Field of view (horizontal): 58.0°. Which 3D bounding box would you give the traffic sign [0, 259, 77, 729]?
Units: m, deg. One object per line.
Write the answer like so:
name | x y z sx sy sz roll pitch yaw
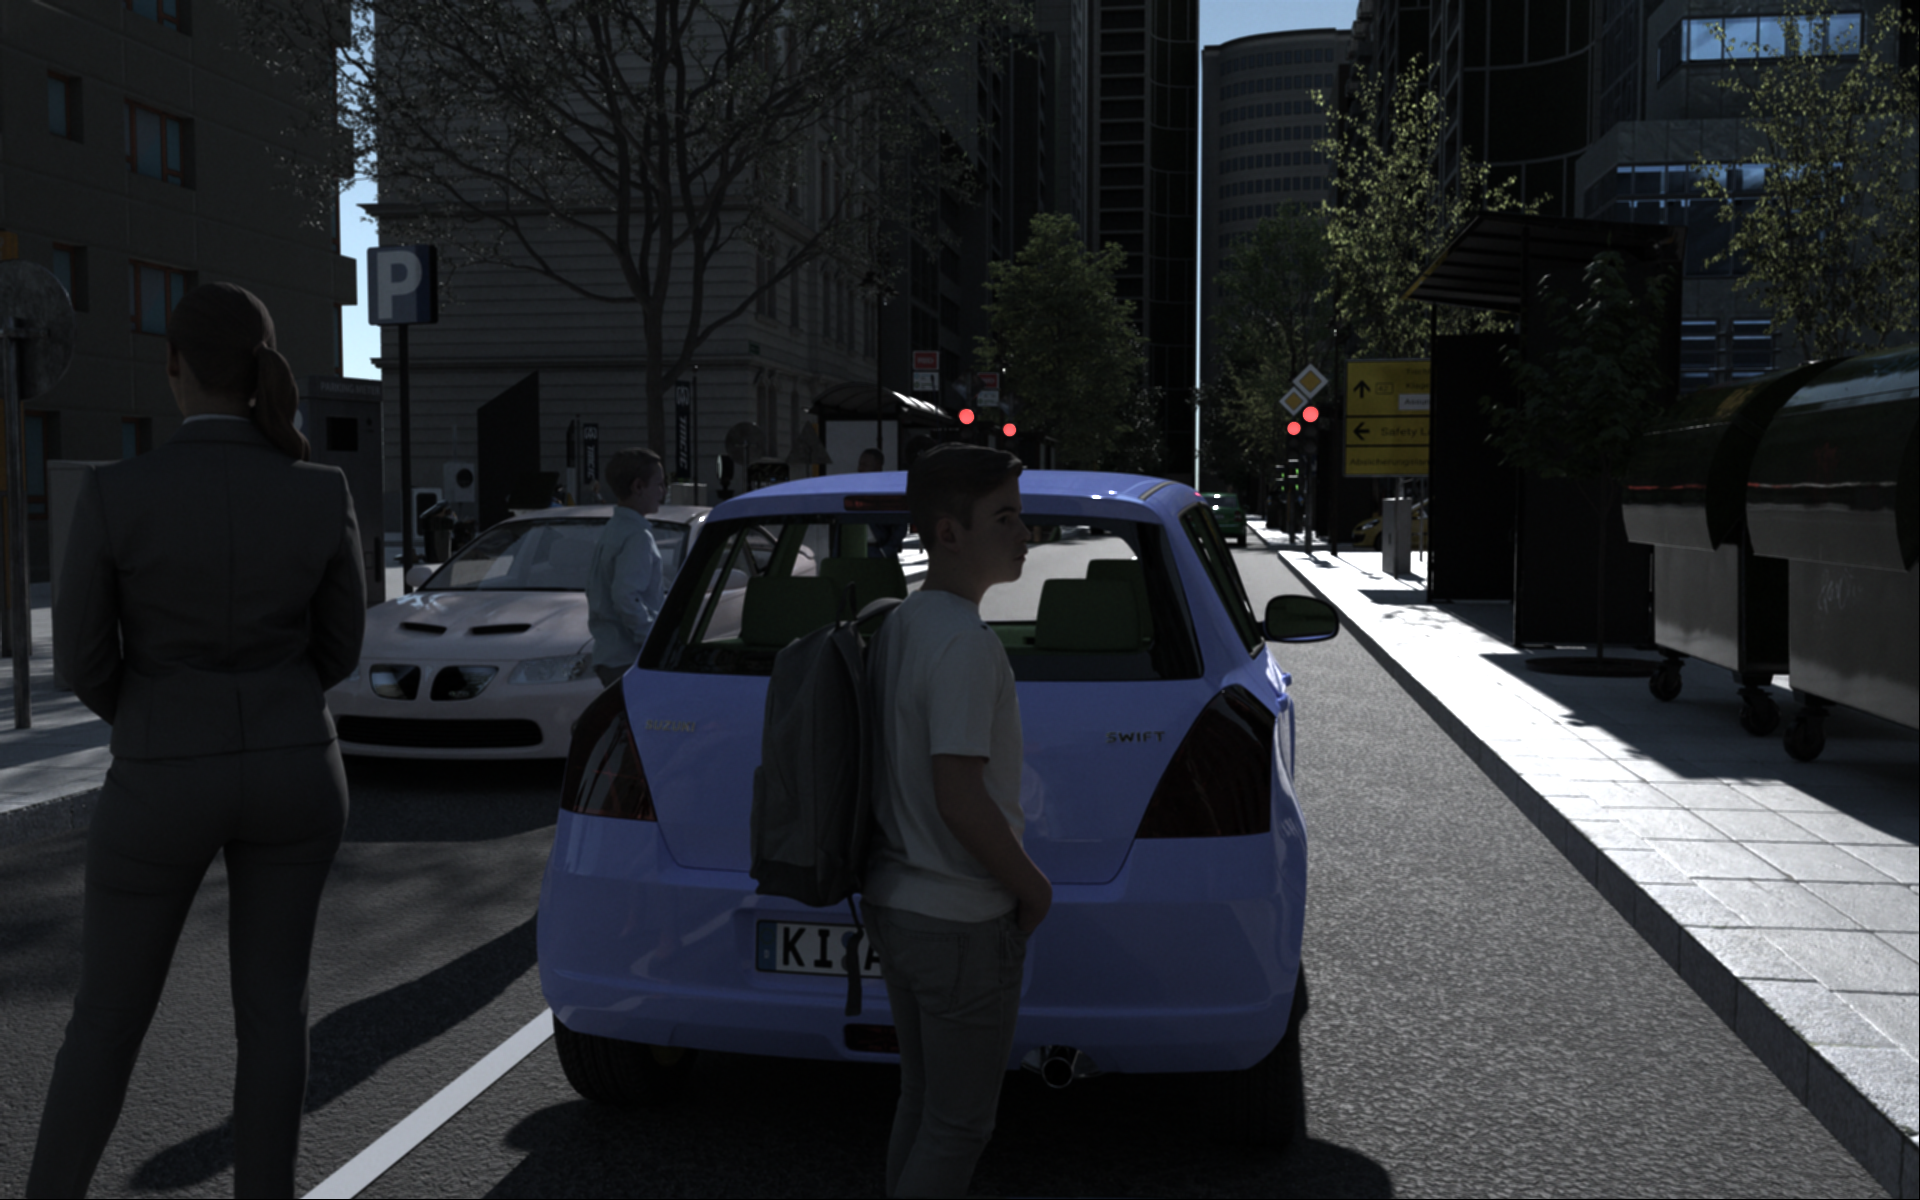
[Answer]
traffic sign | -5.136 -0.569 9.417 0.768 2.556 0.104 1 4 14

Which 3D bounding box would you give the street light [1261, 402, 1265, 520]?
street light | 15.160 -6.949 86.400 0.468 5.910 1.993 1 4 8

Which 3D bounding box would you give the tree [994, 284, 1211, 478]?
tree | 6.179 -10.582 90.016 9.611 12.733 9.660 0 3 0

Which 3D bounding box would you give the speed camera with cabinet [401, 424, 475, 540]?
speed camera with cabinet | -14.663 -3.323 48.667 0.660 3.252 2.038 3 5 40

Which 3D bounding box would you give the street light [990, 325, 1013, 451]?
street light | 1.136 -4.565 47.422 0.468 5.910 1.993 1 4 8

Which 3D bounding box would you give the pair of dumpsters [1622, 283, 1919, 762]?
pair of dumpsters | 4.610 -0.374 8.607 1.574 2.255 4.437 1 4 8

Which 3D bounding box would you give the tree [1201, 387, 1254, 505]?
tree | 31.600 -17.605 194.496 9.857 13.997 8.962 0 3 0

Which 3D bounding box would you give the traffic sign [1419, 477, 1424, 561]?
traffic sign | 8.773 -1.882 32.894 0.606 2.300 0.079 1 4 13

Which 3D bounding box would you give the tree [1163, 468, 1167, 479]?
tree | 17.505 -10.825 160.699 4.285 4.588 4.351 0 3 0

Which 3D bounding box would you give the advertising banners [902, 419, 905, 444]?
advertising banners | -2.055 -2.580 38.371 2.074 3.025 0.090 2 4 34

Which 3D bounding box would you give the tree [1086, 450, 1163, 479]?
tree | 9.105 -7.267 102.523 4.285 4.588 4.351 0 3 0

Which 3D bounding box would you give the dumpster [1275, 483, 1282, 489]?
dumpster | 21.220 -6.820 114.008 1.502 2.255 1.985 1 4 8

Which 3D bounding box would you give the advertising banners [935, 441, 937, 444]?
advertising banners | -1.495 -3.685 56.436 2.074 3.025 0.090 -3 5 -44

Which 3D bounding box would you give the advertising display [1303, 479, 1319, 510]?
advertising display | 14.981 -4.214 74.108 0.974 1.923 0.123 -1 4 -22

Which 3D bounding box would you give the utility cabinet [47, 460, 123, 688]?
utility cabinet | -5.643 -0.190 11.779 0.318 1.500 1.173 1 4 10

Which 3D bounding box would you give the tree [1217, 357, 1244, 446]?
tree | 12.862 -7.390 71.195 4.360 8.622 3.978 0 3 0

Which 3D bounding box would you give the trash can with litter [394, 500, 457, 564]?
trash can with litter | -9.902 -1.265 32.076 1.055 1.170 0.624 -2 4 -35

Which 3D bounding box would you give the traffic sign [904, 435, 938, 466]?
traffic sign | -0.835 -2.278 37.355 0.768 2.556 0.104 1 4 13

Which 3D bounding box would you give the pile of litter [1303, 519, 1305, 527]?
pile of litter | 13.183 -3.254 67.168 1.719 0.858 1.176 0 4 1

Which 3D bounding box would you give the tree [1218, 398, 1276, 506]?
tree | 29.876 -15.868 177.563 7.486 12.596 7.792 0 3 0

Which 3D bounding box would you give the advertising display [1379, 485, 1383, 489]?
advertising display | 28.498 -6.861 117.397 0.123 1.923 0.974 2 4 28

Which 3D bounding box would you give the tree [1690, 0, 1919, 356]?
tree | 12.272 -4.522 24.301 4.360 8.622 3.978 0 3 0

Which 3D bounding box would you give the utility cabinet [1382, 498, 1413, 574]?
utility cabinet | 7.082 -1.037 28.122 0.306 1.237 1.020 0 4 3

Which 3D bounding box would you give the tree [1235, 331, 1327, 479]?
tree | 14.681 -7.779 77.545 4.737 8.622 4.395 0 3 0

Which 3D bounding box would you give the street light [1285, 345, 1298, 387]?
street light | 10.326 -4.951 53.735 0.468 5.910 1.993 1 4 8

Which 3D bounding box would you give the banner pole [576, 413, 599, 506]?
banner pole | -11.604 -3.899 53.764 0.863 3.779 0.401 -2 4 -26

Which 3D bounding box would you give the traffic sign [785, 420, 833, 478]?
traffic sign | -2.680 -1.872 30.605 0.884 2.594 0.081 1 4 12

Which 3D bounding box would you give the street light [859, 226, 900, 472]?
street light | -1.397 -3.504 30.082 0.468 5.910 1.993 1 4 8

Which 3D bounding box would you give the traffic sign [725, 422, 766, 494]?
traffic sign | -3.796 -1.866 30.615 0.768 2.556 0.104 1 4 12

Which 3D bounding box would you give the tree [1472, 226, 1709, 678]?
tree | 4.781 -1.099 12.572 1.663 3.219 1.824 0 3 0

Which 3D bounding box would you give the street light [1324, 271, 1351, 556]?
street light | 7.821 -3.868 36.030 0.468 5.910 1.993 1 4 8

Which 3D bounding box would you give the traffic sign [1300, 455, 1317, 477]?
traffic sign | 10.264 -3.102 50.824 0.768 2.556 0.104 1 4 13

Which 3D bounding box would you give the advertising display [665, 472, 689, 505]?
advertising display | -8.376 -2.783 50.711 0.974 1.923 0.123 -3 5 -40

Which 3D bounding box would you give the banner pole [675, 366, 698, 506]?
banner pole | -5.299 -2.678 33.796 0.401 3.779 0.863 2 4 28

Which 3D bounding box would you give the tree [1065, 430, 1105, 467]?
tree | 7.806 -10.137 116.105 4.360 8.622 3.978 0 3 0

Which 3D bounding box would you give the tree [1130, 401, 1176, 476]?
tree | 12.948 -10.809 127.089 4.737 8.622 4.395 0 3 0

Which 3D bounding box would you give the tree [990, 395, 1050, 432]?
tree | 3.570 -9.136 99.738 4.360 8.622 3.978 0 3 0

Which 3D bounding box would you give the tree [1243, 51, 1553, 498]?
tree | 7.621 -4.826 29.267 4.360 8.622 3.978 0 3 0

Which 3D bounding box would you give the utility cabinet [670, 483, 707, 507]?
utility cabinet | -5.635 -1.677 36.097 0.318 1.500 1.173 1 4 15

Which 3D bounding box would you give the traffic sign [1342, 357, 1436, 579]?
traffic sign | 6.881 -1.960 25.912 2.265 3.308 0.079 1 4 12

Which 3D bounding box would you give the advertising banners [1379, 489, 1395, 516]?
advertising banners | 12.560 -3.374 51.354 0.090 3.025 2.074 3 5 44

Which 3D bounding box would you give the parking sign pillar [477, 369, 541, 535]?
parking sign pillar | -9.756 -3.000 37.515 1.447 3.967 1.447 -1 4 -11

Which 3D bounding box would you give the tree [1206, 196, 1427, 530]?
tree | 12.498 -8.310 61.631 9.928 11.665 9.643 0 3 0

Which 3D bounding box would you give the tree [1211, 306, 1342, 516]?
tree | 18.164 -11.397 103.348 9.611 12.733 9.660 0 3 0

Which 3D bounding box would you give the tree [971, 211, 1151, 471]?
tree | 3.943 -9.323 70.558 7.486 12.596 7.792 0 3 0

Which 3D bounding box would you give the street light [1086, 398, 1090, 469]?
street light | 5.935 -6.589 80.521 0.468 5.910 1.993 1 4 8

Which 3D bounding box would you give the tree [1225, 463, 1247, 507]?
tree | 27.757 -11.398 170.071 4.285 4.588 4.351 0 3 0

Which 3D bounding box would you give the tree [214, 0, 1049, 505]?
tree | -3.767 -6.806 21.652 12.009 13.543 11.850 0 3 0

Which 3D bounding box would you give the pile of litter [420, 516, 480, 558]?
pile of litter | -9.905 -1.231 34.096 1.719 0.858 1.176 3 5 43
